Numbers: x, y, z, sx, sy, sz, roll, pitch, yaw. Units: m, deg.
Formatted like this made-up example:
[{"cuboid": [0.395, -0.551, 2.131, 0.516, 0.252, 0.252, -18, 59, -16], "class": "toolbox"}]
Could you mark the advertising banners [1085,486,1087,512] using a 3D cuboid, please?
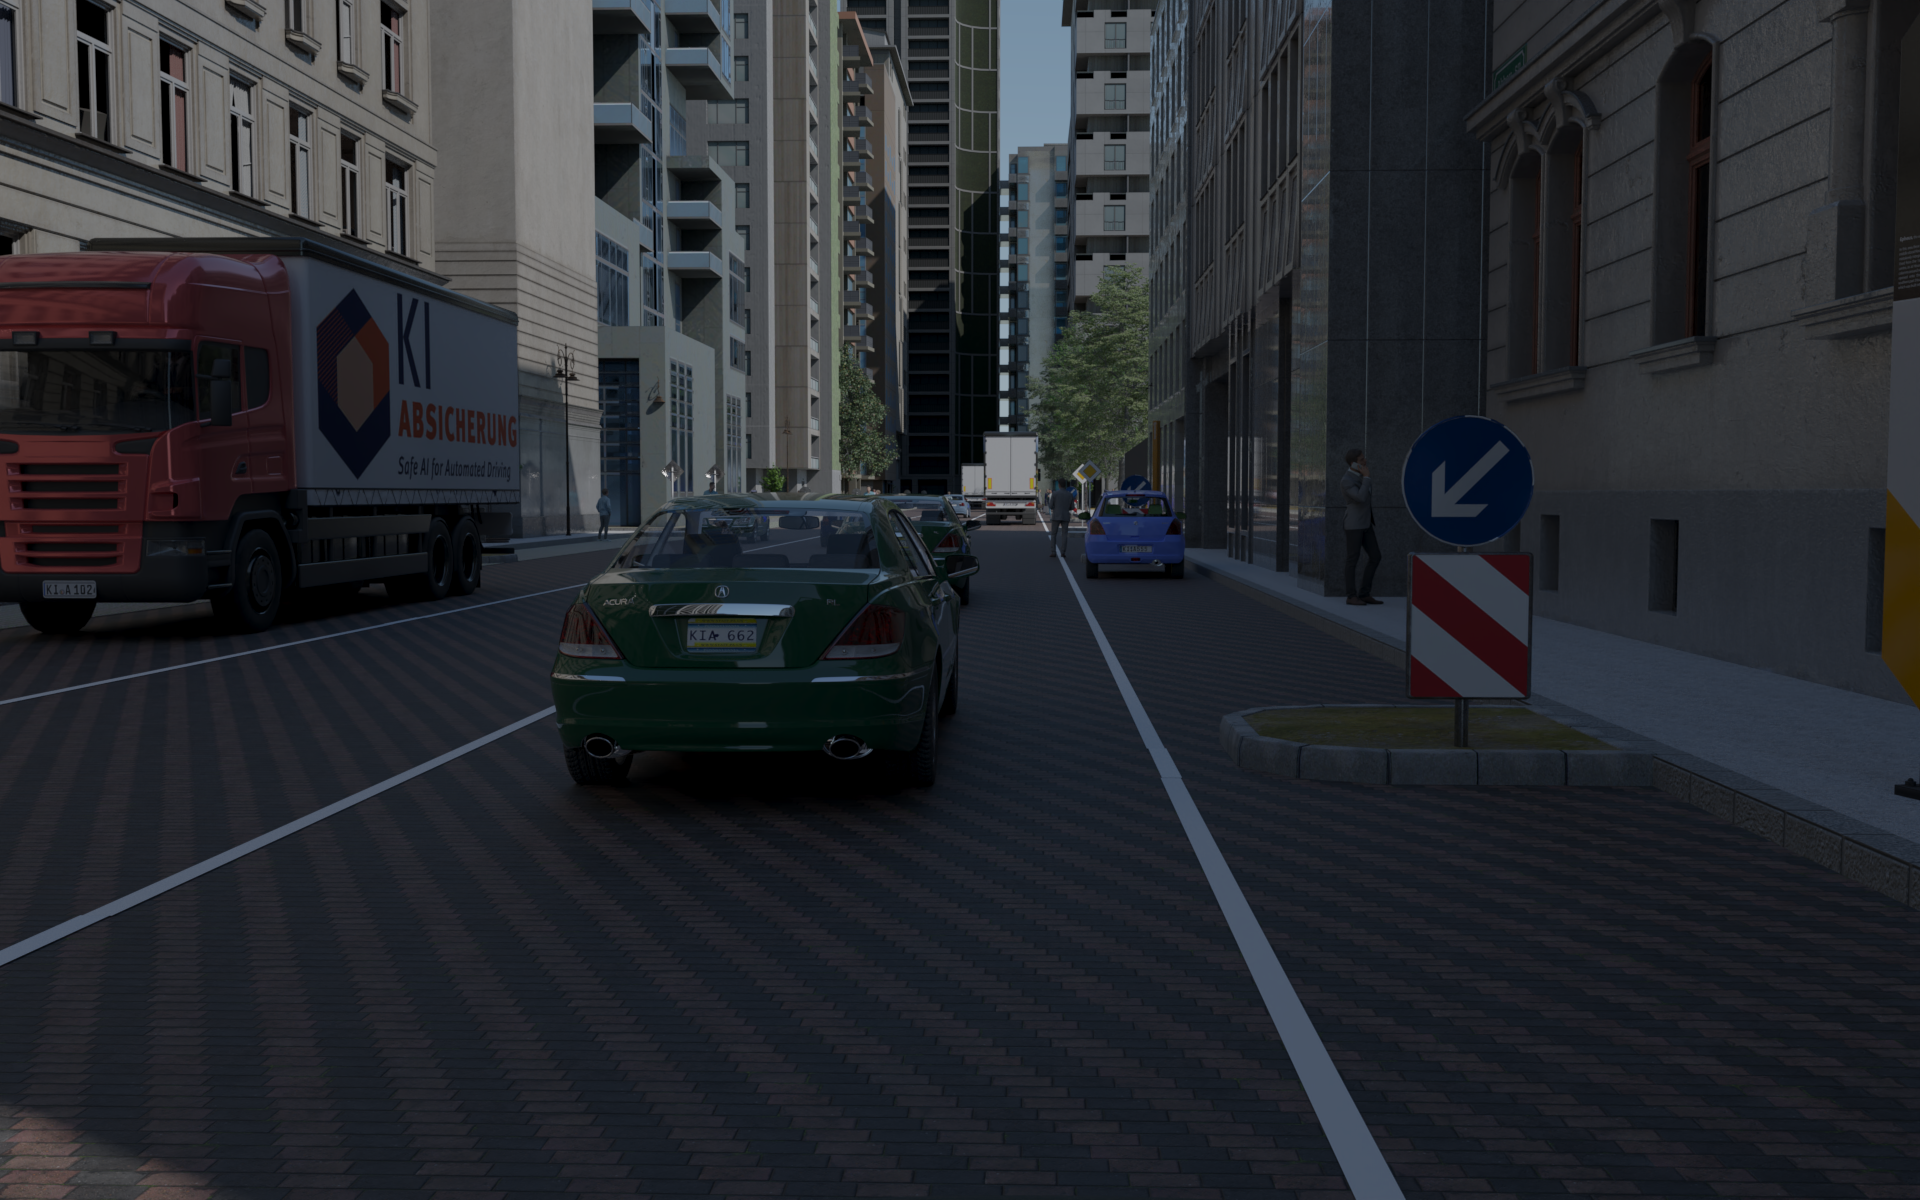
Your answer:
[{"cuboid": [8.470, -7.366, 116.626, 0.090, 3.025, 2.074, 0, 4, 6], "class": "advertising banners"}]

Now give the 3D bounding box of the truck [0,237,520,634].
[{"cuboid": [-8.227, -1.976, 21.228, 2.839, 4.237, 11.283, 0, 4, 2], "class": "truck"}]

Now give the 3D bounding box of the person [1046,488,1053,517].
[{"cuboid": [5.593, -5.971, 106.467, 0.623, 1.781, 0.721, 0, 4, -4], "class": "person"}]

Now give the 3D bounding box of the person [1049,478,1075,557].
[{"cuboid": [2.279, -1.874, 39.343, 0.606, 1.804, 0.583, -1, 4, -14], "class": "person"}]

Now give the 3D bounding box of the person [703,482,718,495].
[{"cuboid": [-8.360, -3.058, 58.356, 0.638, 1.841, 0.748, 0, 4, 6], "class": "person"}]

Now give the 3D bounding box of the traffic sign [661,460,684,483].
[{"cuboid": [-9.790, -3.470, 58.932, 0.795, 2.593, 0.064, 0, 4, 2], "class": "traffic sign"}]

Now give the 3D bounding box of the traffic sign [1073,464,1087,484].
[{"cuboid": [4.711, -3.923, 66.326, 0.795, 2.593, 0.064, 0, 4, 2], "class": "traffic sign"}]

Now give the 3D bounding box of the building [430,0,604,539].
[{"cuboid": [-21.301, -12.542, 54.215, 18.267, 20.994, 9.793, 0, 4, 2], "class": "building"}]

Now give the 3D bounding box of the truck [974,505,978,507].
[{"cuboid": [2.779, -12.761, 197.559, 2.839, 4.237, 11.283, 0, 4, 2], "class": "truck"}]

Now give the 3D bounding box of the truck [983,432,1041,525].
[{"cuboid": [2.502, -5.780, 83.422, 2.839, 4.237, 11.283, 0, 4, 2], "class": "truck"}]

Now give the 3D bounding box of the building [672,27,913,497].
[{"cuboid": [-20.137, -37.595, 203.918, 27.495, 52.752, 28.713, 0, 4, 2], "class": "building"}]

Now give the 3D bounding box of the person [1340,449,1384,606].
[{"cuboid": [4.641, -0.843, 20.009, 0.592, 1.802, 0.473, -3, 5, -40], "class": "person"}]

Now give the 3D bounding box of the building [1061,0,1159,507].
[{"cuboid": [24.305, -35.322, 166.752, 28.713, 52.752, 27.495, 0, 4, 2], "class": "building"}]

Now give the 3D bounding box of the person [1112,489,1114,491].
[{"cuboid": [13.434, -8.903, 152.130, 1.217, 1.766, 0.721, 1, 4, 12], "class": "person"}]

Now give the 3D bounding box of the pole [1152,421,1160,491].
[{"cuboid": [5.449, -3.320, 48.129, 0.158, 3.312, 0.155, 0, 3, 0], "class": "pole"}]

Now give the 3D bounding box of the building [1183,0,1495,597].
[{"cuboid": [10.944, -12.998, 30.537, 12.078, 24.808, 19.932, 0, 4, 2], "class": "building"}]

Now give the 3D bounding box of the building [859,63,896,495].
[{"cuboid": [-14.015, -32.279, 177.879, 14.600, 45.320, 14.200, 0, 4, 2], "class": "building"}]

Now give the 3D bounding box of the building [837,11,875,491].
[{"cuboid": [-19.466, -30.702, 156.602, 22.147, 44.769, 28.867, 0, 4, 2], "class": "building"}]

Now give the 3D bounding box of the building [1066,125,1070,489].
[{"cuboid": [23.597, -35.585, 205.522, 21.300, 48.544, 21.600, 0, 4, 2], "class": "building"}]

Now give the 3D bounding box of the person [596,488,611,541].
[{"cuboid": [-10.678, -2.555, 52.090, 0.589, 1.601, 0.330, 3, 5, 42], "class": "person"}]

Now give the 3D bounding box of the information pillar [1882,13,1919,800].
[{"cuboid": [4.094, -0.970, 7.215, 0.183, 3.616, 0.504, -1, 4, -11], "class": "information pillar"}]

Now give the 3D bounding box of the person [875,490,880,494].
[{"cuboid": [-3.504, -3.908, 74.199, 0.330, 1.601, 0.589, -1, 4, -22], "class": "person"}]

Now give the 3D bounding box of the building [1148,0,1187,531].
[{"cuboid": [11.151, -11.883, 49.042, 10.420, 20.320, 16.860, 0, 4, 2], "class": "building"}]

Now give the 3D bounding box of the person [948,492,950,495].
[{"cuboid": [-0.884, -7.737, 136.803, 0.589, 1.601, 0.330, 1, 4, 19], "class": "person"}]

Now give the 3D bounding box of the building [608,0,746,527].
[{"cuboid": [-21.829, -46.932, 80.006, 22.319, 86.520, 31.000, 0, 4, 2], "class": "building"}]

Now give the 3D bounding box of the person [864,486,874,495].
[{"cuboid": [-4.226, -4.462, 81.473, 0.660, 1.820, 0.620, 0, 4, -1], "class": "person"}]

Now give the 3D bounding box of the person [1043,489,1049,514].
[{"cuboid": [6.209, -7.120, 125.128, 0.699, 1.804, 1.509, 1, 4, 17], "class": "person"}]

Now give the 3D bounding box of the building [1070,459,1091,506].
[{"cuboid": [19.029, -25.487, 188.420, 14.160, 30.474, 14.107, 0, 4, 2], "class": "building"}]

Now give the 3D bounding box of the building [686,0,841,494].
[{"cuboid": [-15.501, -26.181, 111.647, 14.154, 41.232, 14.086, 0, 4, 2], "class": "building"}]

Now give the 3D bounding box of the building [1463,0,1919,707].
[{"cuboid": [11.935, -13.534, 8.663, 14.401, 28.519, 23.554, 0, 4, 2], "class": "building"}]

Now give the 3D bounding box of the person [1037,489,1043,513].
[{"cuboid": [6.012, -7.465, 130.650, 0.767, 1.812, 0.694, 0, 4, -8], "class": "person"}]

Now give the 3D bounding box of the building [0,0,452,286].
[{"cuboid": [-20.855, -11.965, 28.912, 16.112, 22.955, 30.059, 0, 4, 2], "class": "building"}]

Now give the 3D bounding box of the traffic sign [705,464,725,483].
[{"cuboid": [-9.471, -3.958, 66.911, 0.795, 2.593, 0.064, 0, 4, 2], "class": "traffic sign"}]

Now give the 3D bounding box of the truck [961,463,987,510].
[{"cuboid": [1.664, -10.717, 164.134, 2.839, 4.237, 11.283, 0, 4, 3], "class": "truck"}]

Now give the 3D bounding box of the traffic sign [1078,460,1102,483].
[{"cuboid": [4.392, -3.435, 58.347, 0.795, 2.593, 0.064, 0, 4, 2], "class": "traffic sign"}]

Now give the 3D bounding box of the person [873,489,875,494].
[{"cuboid": [-7.838, -9.196, 157.336, 0.756, 1.711, 0.436, -1, 4, -19], "class": "person"}]
